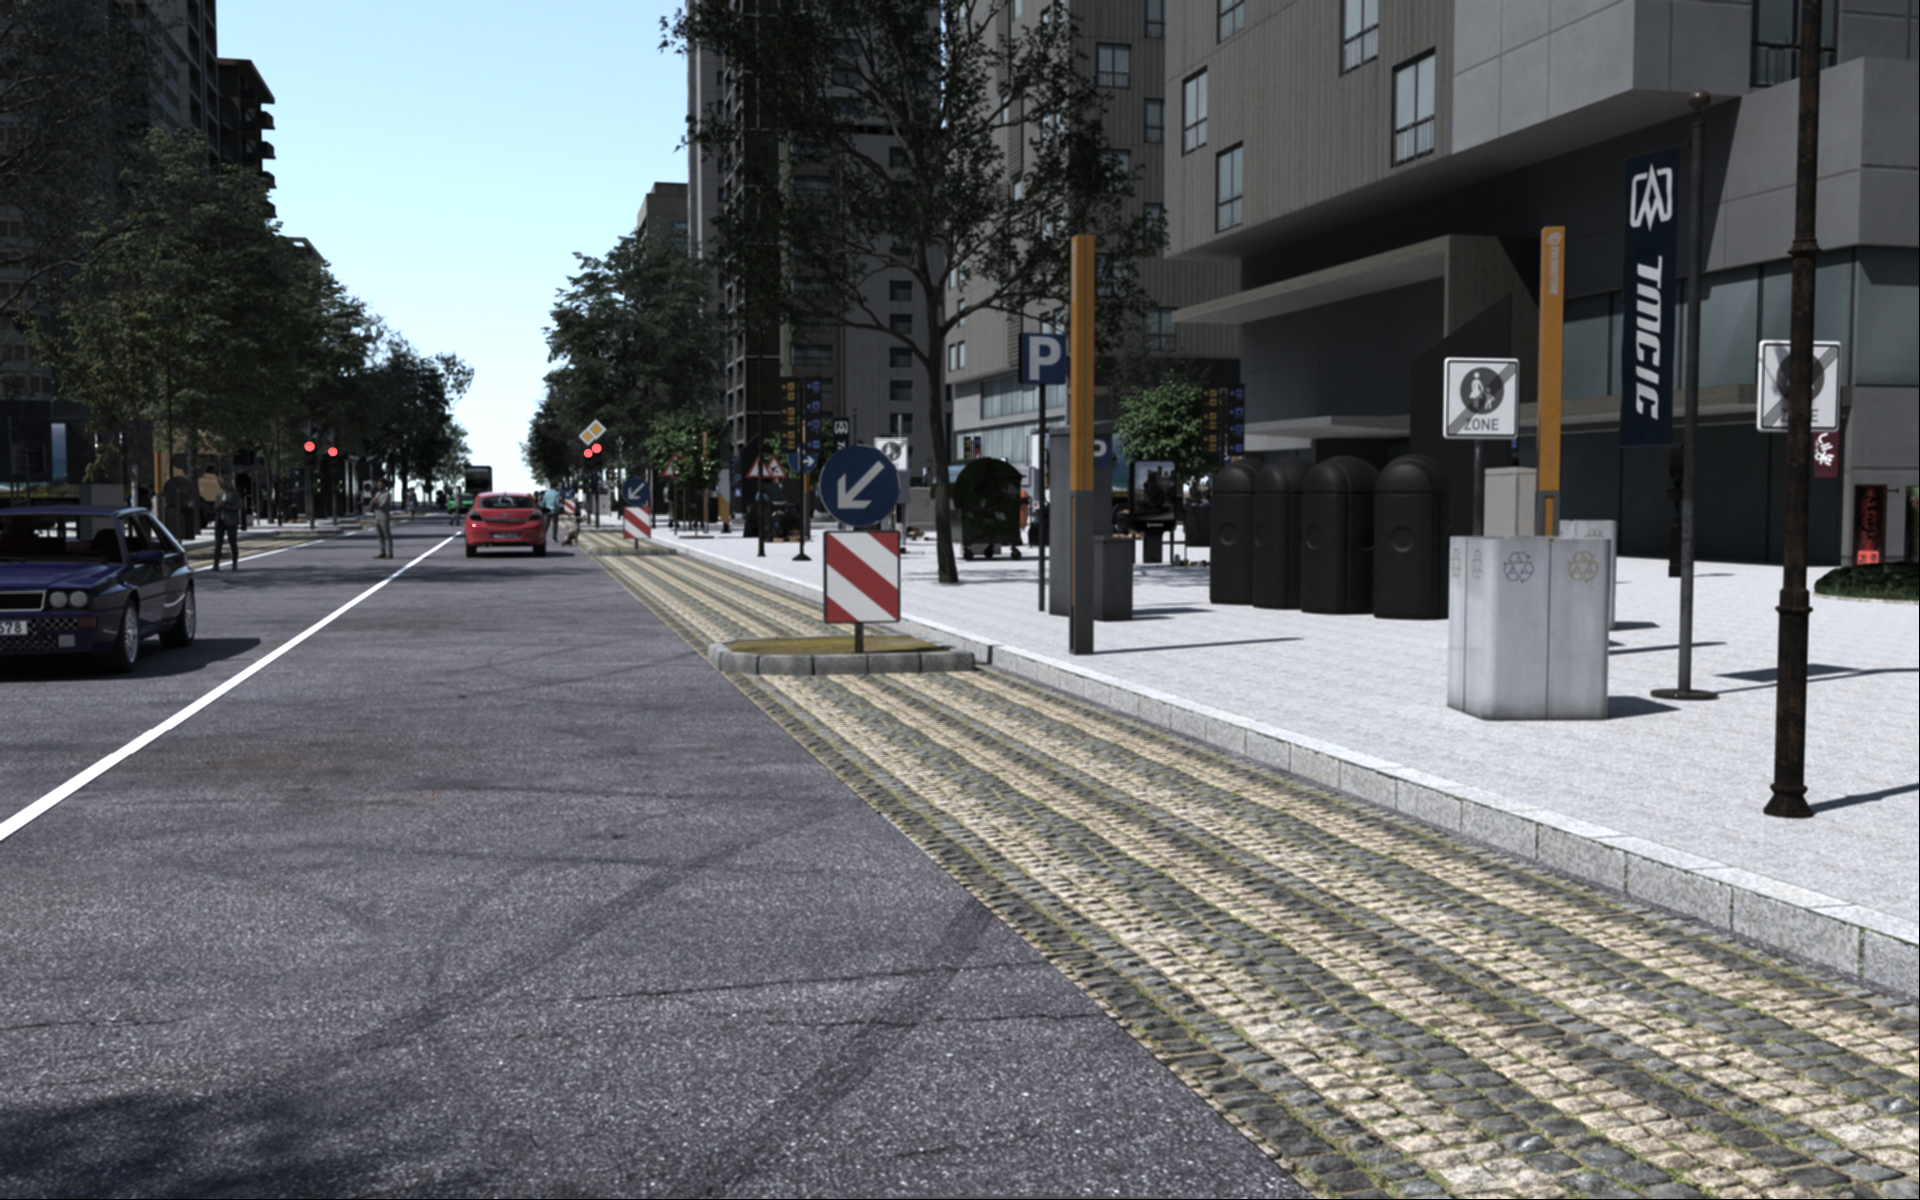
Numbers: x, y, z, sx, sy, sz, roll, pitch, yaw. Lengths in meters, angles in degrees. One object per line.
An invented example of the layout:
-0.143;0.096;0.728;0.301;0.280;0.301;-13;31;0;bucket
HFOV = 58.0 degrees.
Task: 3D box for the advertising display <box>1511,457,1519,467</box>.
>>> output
9.636;-1.552;30.588;0.123;1.923;0.974;0;4;-1;advertising display

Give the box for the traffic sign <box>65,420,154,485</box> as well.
-23.292;-3.278;47.466;2.265;3.308;0.079;0;4;-6;traffic sign

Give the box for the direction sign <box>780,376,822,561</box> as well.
-3.057;-2.530;33.358;0.876;3.537;0.379;1;4;22;direction sign

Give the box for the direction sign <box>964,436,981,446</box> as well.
0.485;-4.661;68.209;0.876;3.537;0.379;3;5;42;direction sign

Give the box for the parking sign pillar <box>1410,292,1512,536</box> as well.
6.840;-2.153;23.668;1.447;3.967;1.447;2;4;25;parking sign pillar

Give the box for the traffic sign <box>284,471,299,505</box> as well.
-36.963;-5.851;95.775;0.768;2.556;0.104;-1;4;-13;traffic sign

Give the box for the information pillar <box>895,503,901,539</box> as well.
-1.695;-2.750;49.449;0.304;2.012;0.304;0;4;6;information pillar

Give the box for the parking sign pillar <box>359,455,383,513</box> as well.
-40.647;-7.988;119.074;1.447;3.967;1.447;-1;4;-18;parking sign pillar

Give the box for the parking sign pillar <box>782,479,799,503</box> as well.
-10.204;-7.189;106.019;1.447;3.967;1.447;0;4;7;parking sign pillar

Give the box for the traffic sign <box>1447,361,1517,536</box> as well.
3.922;-0.673;13.129;0.606;2.300;0.079;-1;4;-12;traffic sign

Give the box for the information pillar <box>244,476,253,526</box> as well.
-28.346;-3.940;68.914;0.304;2.012;0.304;-3;5;-43;information pillar

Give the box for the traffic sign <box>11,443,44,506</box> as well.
-18.697;-1.997;34.774;0.606;2.300;0.079;-1;4;-9;traffic sign

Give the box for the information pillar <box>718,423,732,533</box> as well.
-7.769;-4.016;57.017;0.183;3.616;0.504;2;4;34;information pillar

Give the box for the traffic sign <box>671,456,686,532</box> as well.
-9.330;-3.584;58.595;0.884;2.594;0.081;0;4;-8;traffic sign

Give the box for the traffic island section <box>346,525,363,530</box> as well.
-25.300;-2.923;70.070;2.009;0.180;2.903;-1;4;-14;traffic island section

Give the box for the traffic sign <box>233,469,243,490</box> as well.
-29.389;-4.165;70.226;0.606;2.300;0.079;-1;4;-9;traffic sign

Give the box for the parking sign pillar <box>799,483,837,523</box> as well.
-6.238;-5.465;77.831;1.447;3.967;1.447;-1;4;-20;parking sign pillar

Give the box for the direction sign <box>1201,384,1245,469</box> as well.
5.402;-2.669;35.632;0.876;3.537;0.379;0;4;-1;direction sign

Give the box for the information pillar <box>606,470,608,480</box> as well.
-29.450;-9.397;145.001;0.504;3.616;0.183;3;4;38;information pillar

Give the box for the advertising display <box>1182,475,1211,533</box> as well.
7.737;-3.152;56.742;0.974;1.923;0.123;2;4;32;advertising display

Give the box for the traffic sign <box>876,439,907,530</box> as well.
-1.257;-1.808;31.692;0.606;2.300;0.079;0;4;-5;traffic sign

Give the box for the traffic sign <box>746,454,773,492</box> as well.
-6.518;-3.440;56.241;0.884;2.594;0.081;0;4;-8;traffic sign

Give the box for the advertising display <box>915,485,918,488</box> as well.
-3.030;-7.045;120.403;0.123;1.923;0.974;0;4;6;advertising display

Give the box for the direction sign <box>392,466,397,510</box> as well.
-46.318;-9.153;141.652;0.379;3.537;0.876;0;4;-4;direction sign

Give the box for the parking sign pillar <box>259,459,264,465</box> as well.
-52.980;-8.694;130.615;1.447;3.967;1.447;1;4;9;parking sign pillar

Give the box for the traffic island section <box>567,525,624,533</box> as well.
-13.547;-2.601;64.811;2.009;0.180;2.903;-1;4;-14;traffic island section

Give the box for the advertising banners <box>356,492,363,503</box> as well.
-40.370;-7.197;113.863;2.074;3.025;0.090;-1;4;-11;advertising banners

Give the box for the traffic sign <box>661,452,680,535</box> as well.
-8.806;-3.276;53.573;0.884;2.594;0.081;-1;4;-9;traffic sign

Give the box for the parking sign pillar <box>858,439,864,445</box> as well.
-4.522;-5.957;85.874;1.447;3.967;1.447;2;4;32;parking sign pillar

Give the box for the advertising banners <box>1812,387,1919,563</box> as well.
14.693;-1.938;27.874;2.074;3.025;0.090;3;5;45;advertising banners

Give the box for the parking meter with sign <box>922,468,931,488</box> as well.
-2.168;-7.187;113.763;0.543;3.016;1.738;0;4;-6;parking meter with sign

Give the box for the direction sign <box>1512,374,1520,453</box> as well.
10.362;-2.511;33.053;0.379;3.537;0.876;-1;4;-19;direction sign

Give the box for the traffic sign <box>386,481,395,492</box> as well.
-46.938;-8.718;142.550;0.884;2.594;0.081;-1;4;-11;traffic sign

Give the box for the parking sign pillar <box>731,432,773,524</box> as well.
-9.070;-5.236;74.074;1.447;3.967;1.447;2;4;34;parking sign pillar

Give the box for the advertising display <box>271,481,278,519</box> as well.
-38.023;-5.561;96.136;0.123;1.923;0.974;-2;4;-33;advertising display

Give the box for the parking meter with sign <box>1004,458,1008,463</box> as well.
1.427;-5.267;82.375;1.738;3.016;0.543;-3;4;-37;parking meter with sign

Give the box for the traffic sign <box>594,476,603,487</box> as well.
-24.731;-7.221;118.162;0.768;2.556;0.104;0;4;-5;traffic sign

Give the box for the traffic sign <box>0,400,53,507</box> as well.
-20.846;-2.663;37.419;2.265;3.308;0.079;-1;4;-14;traffic sign

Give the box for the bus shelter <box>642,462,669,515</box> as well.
-18.981;-8.098;110.041;2.179;5.291;8.768;-1;4;-14;bus shelter

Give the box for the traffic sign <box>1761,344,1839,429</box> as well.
5.608;-0.583;11.663;0.606;2.300;0.079;-1;4;-11;traffic sign

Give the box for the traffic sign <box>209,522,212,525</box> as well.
-30.725;-4.332;70.929;0.768;2.556;0.104;0;4;-8;traffic sign

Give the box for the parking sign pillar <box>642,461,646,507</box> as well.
-21.660;-7.970;118.774;1.447;3.967;1.447;0;4;5;parking sign pillar

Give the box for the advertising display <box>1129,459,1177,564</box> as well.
3.568;-1.639;32.005;0.974;1.923;0.123;-2;4;-28;advertising display

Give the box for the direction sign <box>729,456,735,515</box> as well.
-13.711;-6.832;103.704;0.379;3.537;0.876;-3;4;-37;direction sign

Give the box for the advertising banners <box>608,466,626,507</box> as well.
-21.096;-6.862;108.377;2.074;3.025;0.090;0;4;4;advertising banners

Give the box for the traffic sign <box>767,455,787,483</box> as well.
-6.127;-3.490;57.072;0.884;2.594;0.081;0;4;-7;traffic sign

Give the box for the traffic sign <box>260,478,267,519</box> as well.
-36.290;-5.440;90.125;0.795;2.450;0.064;-1;4;-9;traffic sign

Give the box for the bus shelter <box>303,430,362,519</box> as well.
-33.514;-7.009;92.222;2.179;5.291;8.768;-1;4;-14;bus shelter

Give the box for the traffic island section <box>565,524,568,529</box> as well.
-15.519;-3.075;72.550;2.009;0.180;2.903;-1;4;-14;traffic island section

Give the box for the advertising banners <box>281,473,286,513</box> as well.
-44.226;-7.155;113.172;0.090;3.025;2.074;-1;4;-14;advertising banners

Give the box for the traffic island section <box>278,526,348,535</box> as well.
-23.328;-2.450;62.332;2.009;0.180;2.903;-1;4;-14;traffic island section

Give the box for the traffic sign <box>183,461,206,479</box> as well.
-27.251;-3.764;61.655;0.768;2.556;0.104;-1;4;-12;traffic sign

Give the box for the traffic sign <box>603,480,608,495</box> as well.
-25.354;-7.465;124.189;0.606;2.300;0.079;-1;4;-14;traffic sign

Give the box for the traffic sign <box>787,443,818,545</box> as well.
-3.945;-2.652;43.459;0.768;2.556;0.104;0;4;-6;traffic sign

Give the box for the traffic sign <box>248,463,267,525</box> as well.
-28.874;-4.349;71.214;0.768;2.556;0.104;-1;4;-9;traffic sign

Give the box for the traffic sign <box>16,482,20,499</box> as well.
-25.345;-2.850;46.607;0.884;2.594;0.081;-1;4;-10;traffic sign

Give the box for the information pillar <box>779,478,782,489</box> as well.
-15.152;-9.458;145.990;0.183;3.616;0.504;-2;4;-25;information pillar
